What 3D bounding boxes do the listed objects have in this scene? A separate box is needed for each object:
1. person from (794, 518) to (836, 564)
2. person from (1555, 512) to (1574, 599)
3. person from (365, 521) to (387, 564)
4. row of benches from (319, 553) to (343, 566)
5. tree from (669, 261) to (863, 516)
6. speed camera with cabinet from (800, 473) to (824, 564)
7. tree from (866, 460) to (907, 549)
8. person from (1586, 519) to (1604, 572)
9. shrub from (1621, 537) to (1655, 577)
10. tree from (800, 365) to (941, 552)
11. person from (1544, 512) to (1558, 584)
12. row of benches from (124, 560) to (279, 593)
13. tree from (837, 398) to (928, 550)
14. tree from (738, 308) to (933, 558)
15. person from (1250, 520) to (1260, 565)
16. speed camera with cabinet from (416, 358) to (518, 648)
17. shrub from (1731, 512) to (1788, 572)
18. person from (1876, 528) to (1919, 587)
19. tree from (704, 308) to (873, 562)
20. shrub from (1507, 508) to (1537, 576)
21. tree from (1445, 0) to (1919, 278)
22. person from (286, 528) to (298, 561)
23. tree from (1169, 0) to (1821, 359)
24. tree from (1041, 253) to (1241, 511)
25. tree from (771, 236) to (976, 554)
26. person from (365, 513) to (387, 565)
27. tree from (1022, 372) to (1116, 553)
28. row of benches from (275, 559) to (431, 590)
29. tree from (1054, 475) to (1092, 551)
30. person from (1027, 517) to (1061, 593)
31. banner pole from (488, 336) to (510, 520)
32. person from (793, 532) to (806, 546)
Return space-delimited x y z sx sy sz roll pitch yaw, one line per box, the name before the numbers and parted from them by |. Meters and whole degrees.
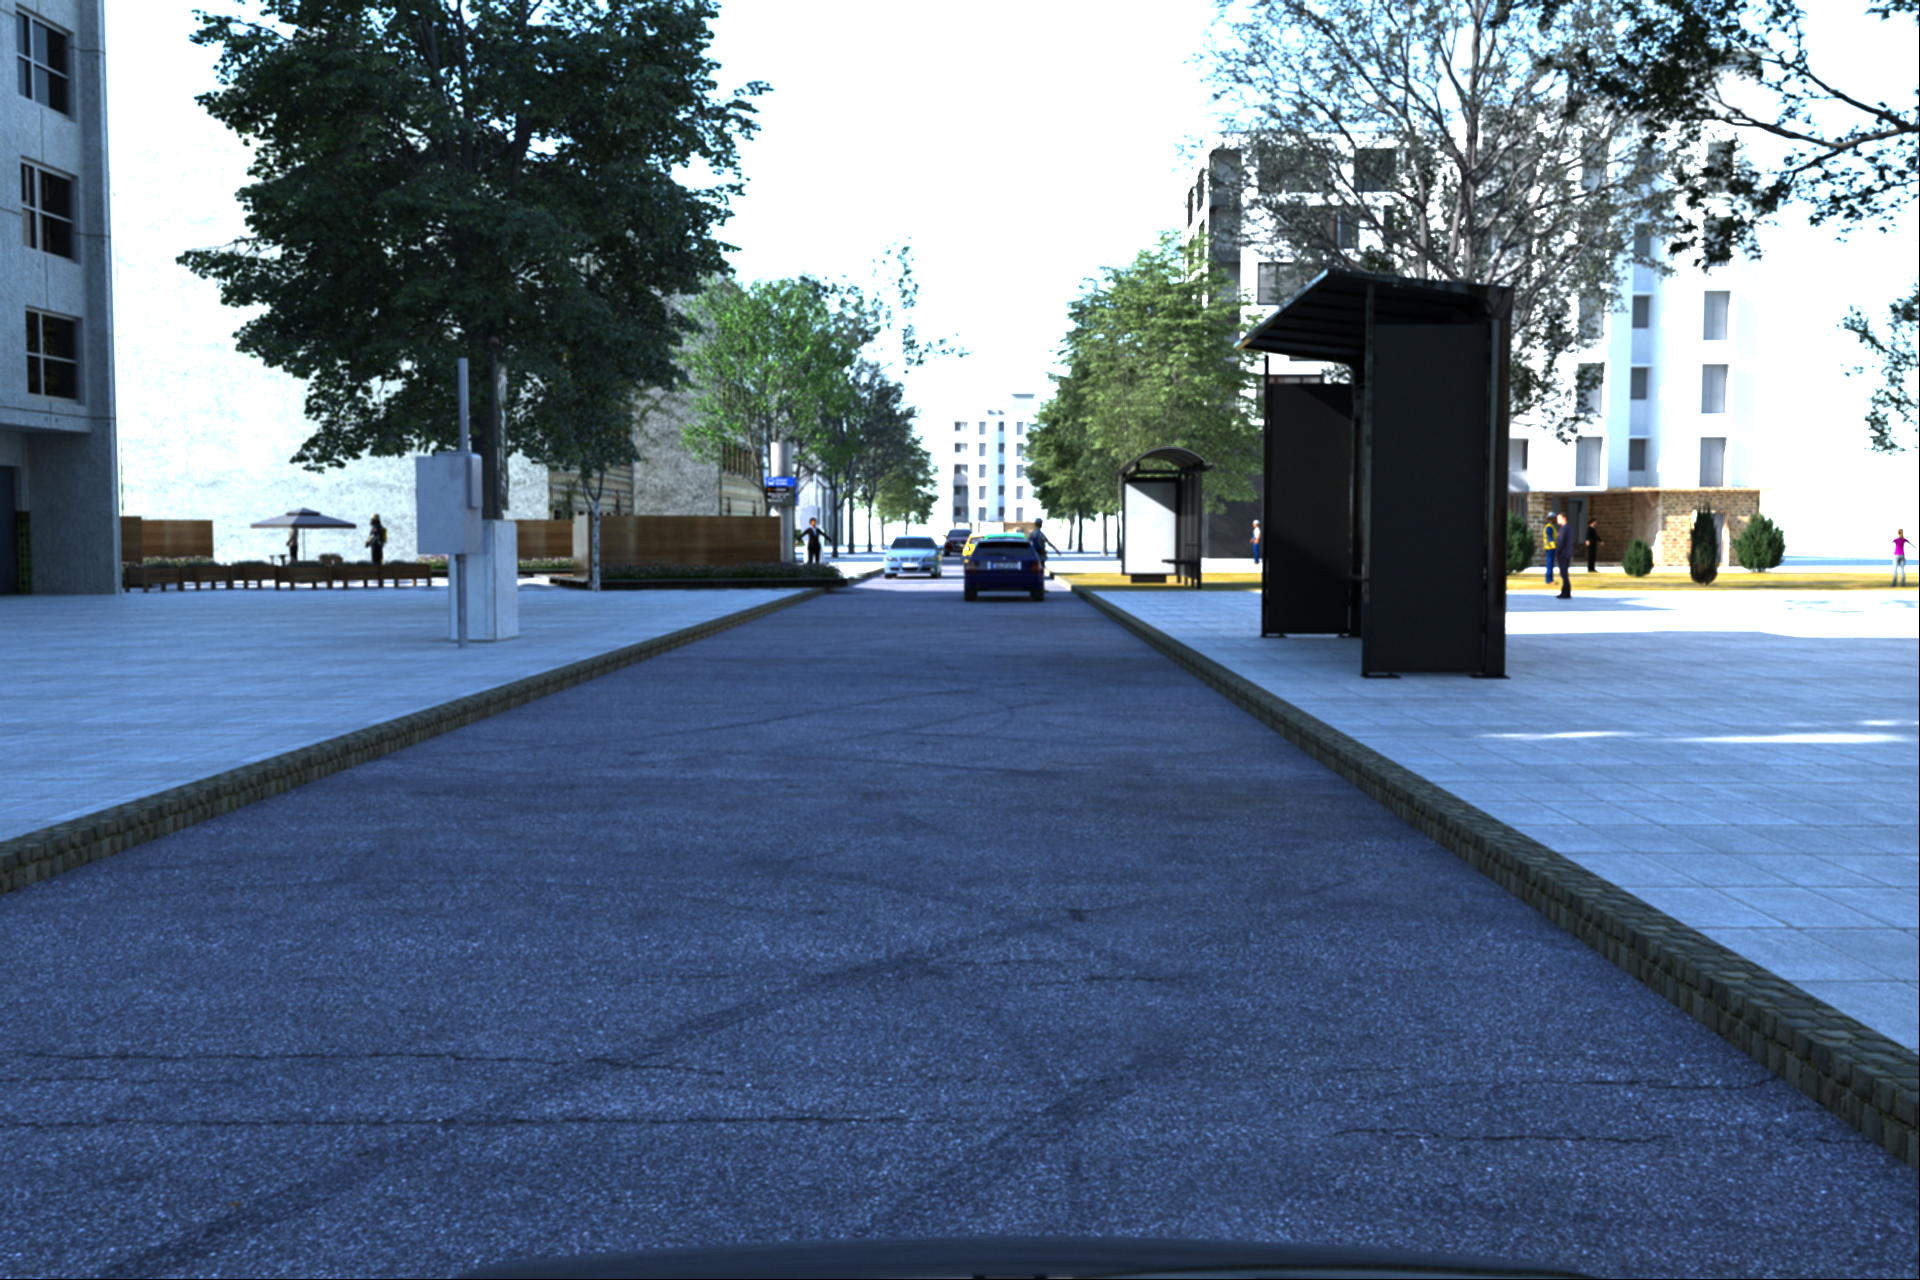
person | -4.072 -2.560 48.573 1.216 1.740 0.721 -2 4 -24
person | 12.048 -1.687 34.548 0.541 1.710 0.530 -3 4 -38
person | -22.244 -3.671 66.162 1.346 1.812 0.704 3 4 38
row of benches | -20.533 -2.510 56.496 1.422 0.672 4.104 -1 4 -21
tree | -7.396 -8.575 65.961 9.928 11.665 9.643 0 3 0
speed camera with cabinet | -4.844 -3.825 56.868 0.660 3.252 2.038 0 4 1
tree | -7.016 -11.856 144.214 4.360 8.622 3.978 0 3 0
person | 21.431 -3.207 58.622 0.705 1.806 1.347 3 5 41
shrub | 20.197 -2.475 51.583 1.383 1.207 1.383 0 3 0
tree | -6.579 -13.143 125.253 12.009 13.543 11.850 0 3 0
person | 15.132 -2.341 44.242 0.705 1.833 1.349 1 4 21
row of benches | -17.326 -1.496 39.920 1.422 0.672 4.104 1 4 23
tree | -6.180 -13.398 137.185 7.486 12.596 7.792 0 3 0
tree | -6.632 -11.197 93.444 12.009 13.543 11.850 0 3 0
person | 12.243 -4.027 71.691 0.705 1.847 1.347 0 4 0
speed camera with cabinet | -5.758 -1.586 20.272 0.660 3.252 2.038 0 4 2
shrub | 26.849 -3.309 58.145 1.661 2.075 1.752 0 3 0
person | 22.640 -1.989 41.783 0.991 1.433 0.599 0 4 7
tree | -7.836 -9.404 79.512 9.928 11.665 9.643 0 3 0
shrub | 16.889 -3.018 53.386 1.661 2.075 1.752 0 3 0
tree | 7.423 -4.685 11.019 8.767 10.594 7.601 0 4 1
person | -20.676 -2.906 53.648 0.705 1.813 1.348 -1 4 -15
tree | 7.818 -7.164 27.508 12.009 13.543 11.850 0 3 0
tree | 8.542 -10.529 78.797 9.857 13.997 8.962 0 3 0
tree | -5.730 -15.519 109.621 12.611 20.169 13.585 0 3 0
person | -16.342 -2.607 48.402 0.705 1.856 1.354 0 4 -6
tree | 7.994 -12.333 119.775 7.486 12.596 7.792 0 3 0
row of benches | -14.414 -1.568 41.096 1.422 0.672 4.104 2 4 34
tree | 8.782 -11.191 133.329 4.737 8.622 4.395 0 3 0
person | 1.948 -2.086 42.417 0.705 1.847 1.347 -3 4 -38
banner pole | -5.910 -1.973 22.282 0.401 3.779 0.863 0 4 0
person | -5.380 -2.859 53.022 1.348 1.796 0.705 -2 4 -23
